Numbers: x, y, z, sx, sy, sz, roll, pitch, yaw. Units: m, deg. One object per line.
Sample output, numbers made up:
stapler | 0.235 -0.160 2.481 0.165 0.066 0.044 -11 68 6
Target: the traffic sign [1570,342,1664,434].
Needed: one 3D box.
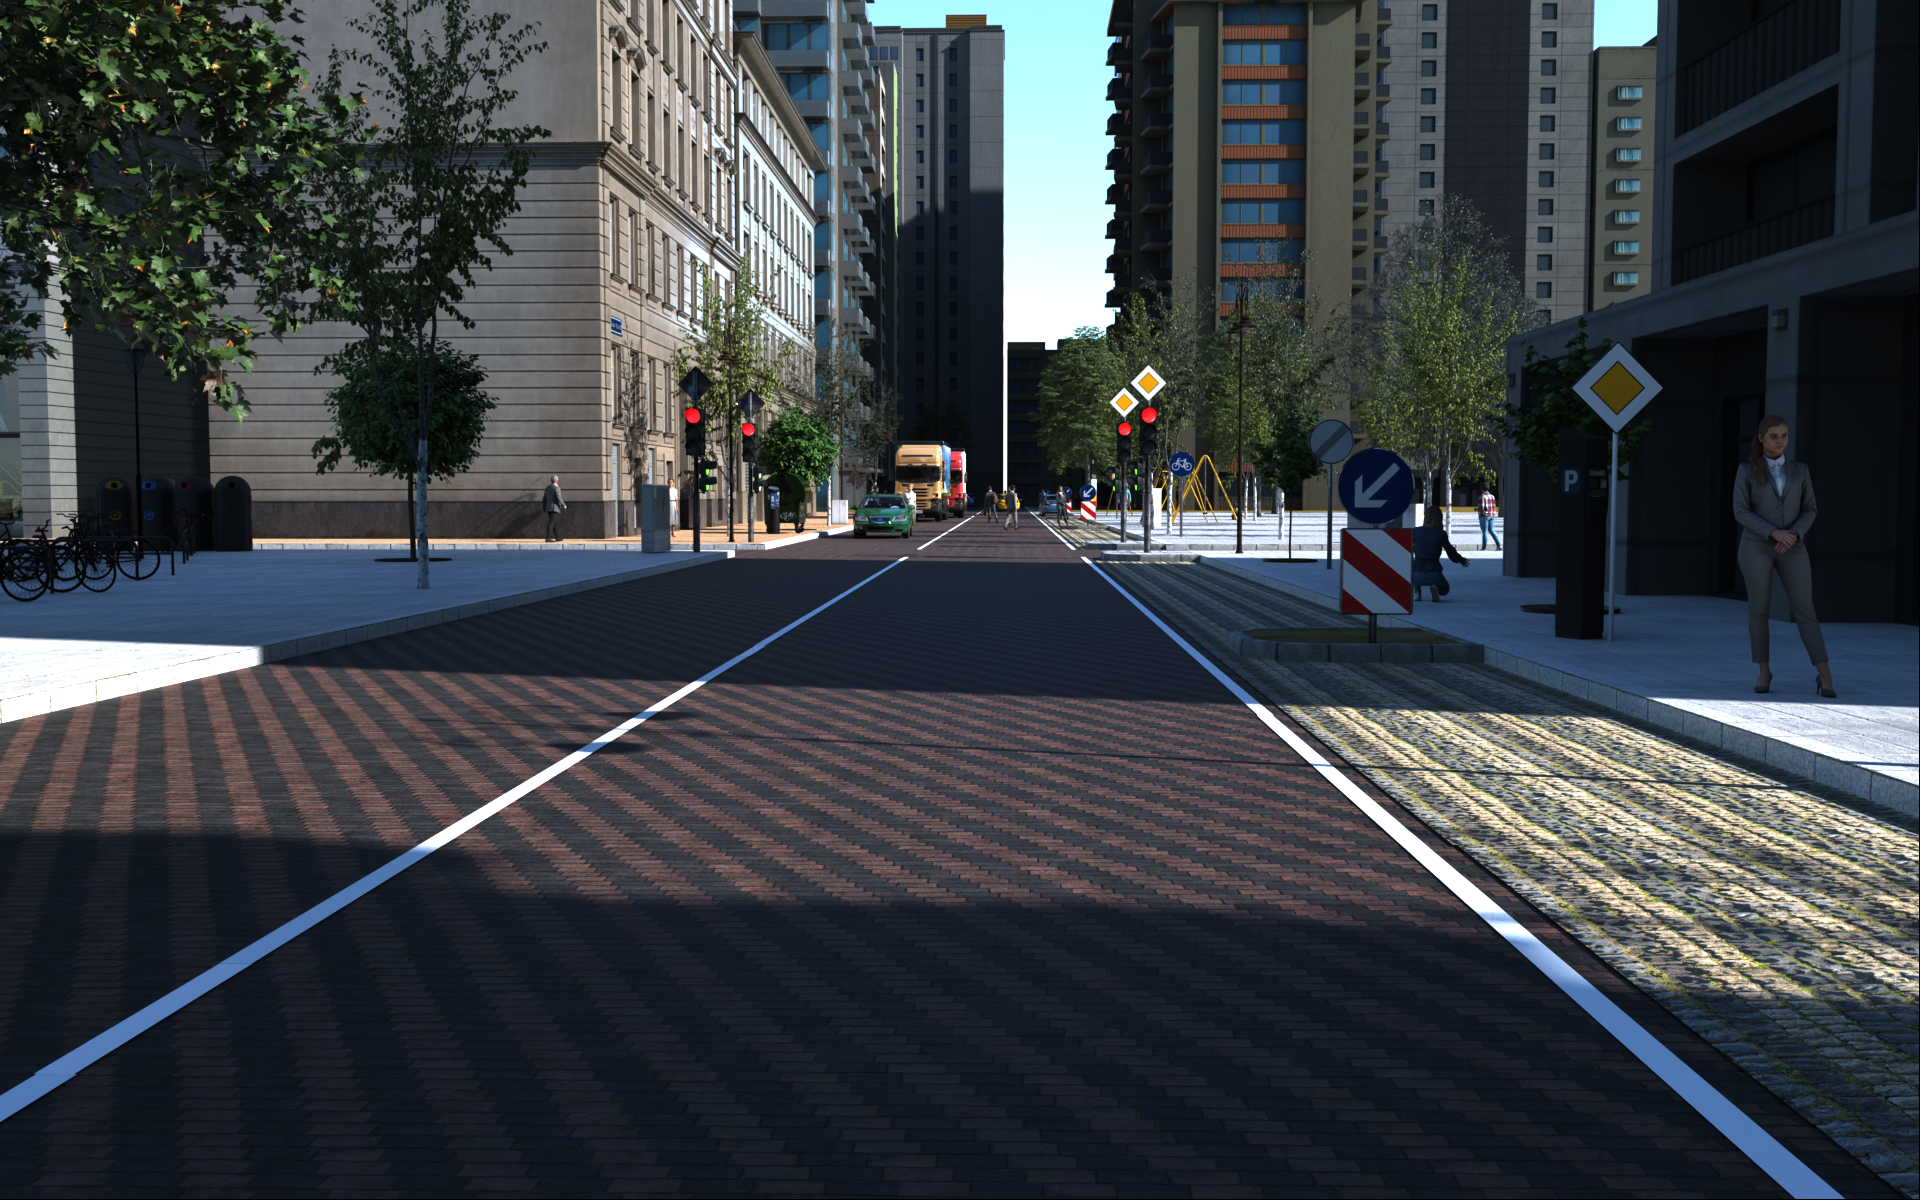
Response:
traffic sign | 5.703 -0.935 15.026 0.795 2.593 0.064 0 4 3

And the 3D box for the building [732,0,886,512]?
building | -18.373 -31.621 136.609 23.786 49.044 30.456 0 4 2

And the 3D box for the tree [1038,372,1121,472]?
tree | 9.196 -11.832 127.873 7.601 10.594 8.767 1 4 13

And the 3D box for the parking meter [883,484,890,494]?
parking meter | -4.203 -5.709 99.061 0.399 1.863 0.255 2 4 28

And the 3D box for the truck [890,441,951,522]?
truck | -1.972 -6.388 93.365 2.839 4.237 11.283 0 4 2

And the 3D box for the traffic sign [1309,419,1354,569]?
traffic sign | 6.306 -1.798 29.496 0.768 2.556 0.104 0 4 3

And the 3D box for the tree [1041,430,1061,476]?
tree | 10.010 -13.001 162.929 4.737 8.622 4.395 0 3 0

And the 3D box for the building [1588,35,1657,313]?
building | 73.355 -34.069 180.735 21.600 48.544 21.300 0 4 2

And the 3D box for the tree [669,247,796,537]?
tree | -6.995 -6.239 52.370 4.737 8.622 4.395 0 3 0

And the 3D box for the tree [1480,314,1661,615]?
tree | 6.753 -1.474 18.706 1.663 3.219 1.824 0 3 0

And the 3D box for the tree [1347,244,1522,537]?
tree | 14.669 -6.161 51.087 4.737 8.622 4.395 0 3 0

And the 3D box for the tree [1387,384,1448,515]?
tree | 28.714 -9.622 107.676 4.360 8.622 3.978 0 3 0

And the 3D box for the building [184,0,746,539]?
building | -15.417 -16.120 60.825 12.463 27.353 25.104 0 4 2

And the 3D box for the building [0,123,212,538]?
building | -40.790 -16.968 54.925 29.804 29.767 11.434 0 4 2

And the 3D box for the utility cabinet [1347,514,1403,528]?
utility cabinet | 5.868 -0.819 24.560 0.306 1.237 1.020 -1 4 -19

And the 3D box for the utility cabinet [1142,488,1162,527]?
utility cabinet | 7.420 -3.570 67.042 0.318 1.500 1.173 2 4 29

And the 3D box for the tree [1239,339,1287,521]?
tree | 13.808 -8.011 81.338 4.737 8.622 4.395 0 3 0

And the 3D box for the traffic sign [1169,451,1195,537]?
traffic sign | 6.617 -3.160 51.765 0.768 2.556 0.104 0 4 3

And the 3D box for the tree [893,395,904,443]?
tree | -5.599 -9.743 109.653 4.360 8.622 3.978 0 3 0

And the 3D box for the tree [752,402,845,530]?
tree | -5.780 -4.762 61.575 4.285 4.588 4.351 0 3 0

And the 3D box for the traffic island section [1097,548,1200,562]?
traffic island section | 4.116 -0.954 37.879 2.009 0.180 2.903 0 4 2

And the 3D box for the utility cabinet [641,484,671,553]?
utility cabinet | -6.647 -1.788 37.915 0.318 1.500 1.173 0 4 7

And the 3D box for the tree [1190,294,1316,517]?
tree | 16.589 -11.034 98.538 7.486 12.596 7.792 0 3 0

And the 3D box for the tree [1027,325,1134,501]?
tree | 8.261 -12.163 116.993 7.486 12.596 7.792 0 3 0

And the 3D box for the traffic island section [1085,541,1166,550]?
traffic island section | 4.347 -1.442 45.861 2.009 0.180 2.903 0 4 2

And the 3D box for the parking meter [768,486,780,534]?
parking meter | -5.976 -2.887 55.621 0.372 1.533 0.369 0 3 0

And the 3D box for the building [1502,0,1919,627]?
building | 18.471 -35.252 14.622 20.563 71.187 20.611 0 4 2

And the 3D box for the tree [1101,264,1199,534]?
tree | 6.743 -6.469 56.129 4.360 8.622 3.978 0 3 0

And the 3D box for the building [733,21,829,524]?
building | -16.236 -15.611 88.525 16.112 22.955 30.059 0 4 2

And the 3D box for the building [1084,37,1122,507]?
building | 24.574 -52.804 176.024 22.319 86.520 31.000 0 4 2

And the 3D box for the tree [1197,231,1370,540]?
tree | 9.100 -5.998 48.422 4.360 8.622 3.978 0 3 0

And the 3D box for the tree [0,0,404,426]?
tree | -8.220 -5.755 11.095 9.611 12.733 9.660 0 3 0

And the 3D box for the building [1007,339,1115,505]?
building | 20.477 -22.973 220.645 28.899 21.520 27.650 0 4 2

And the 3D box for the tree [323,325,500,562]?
tree | -10.489 -3.033 33.309 4.285 4.588 4.351 0 3 0

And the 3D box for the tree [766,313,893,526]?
tree | -5.552 -7.323 70.094 4.360 8.622 3.978 0 3 0

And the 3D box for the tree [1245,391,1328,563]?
tree | 6.143 -2.337 32.807 1.663 3.219 1.824 0 3 0

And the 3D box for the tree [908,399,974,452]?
tree | -2.076 -16.043 188.058 9.928 11.665 9.643 0 3 0

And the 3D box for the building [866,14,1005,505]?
building | -8.522 -41.304 217.313 28.212 58.520 21.231 0 4 2

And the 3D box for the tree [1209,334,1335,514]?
tree | 19.932 -11.287 110.304 9.928 11.665 9.643 0 3 0

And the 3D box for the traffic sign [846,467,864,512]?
traffic sign | -5.043 -5.093 83.271 0.884 2.594 0.081 0 4 4

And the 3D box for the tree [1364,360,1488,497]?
tree | 31.294 -11.109 116.046 8.767 10.594 7.601 -1 4 -10

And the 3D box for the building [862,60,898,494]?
building | -13.176 -29.111 159.554 14.154 41.232 14.086 0 4 2

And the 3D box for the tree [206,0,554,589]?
tree | -7.509 -4.462 23.321 4.737 8.622 4.395 0 3 0

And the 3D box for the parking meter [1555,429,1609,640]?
parking meter | 5.522 -0.591 15.378 0.255 1.863 0.399 -2 4 -24

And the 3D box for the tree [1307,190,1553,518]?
tree | 19.083 -9.744 69.688 12.009 13.543 11.850 0 3 0

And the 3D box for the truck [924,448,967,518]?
truck | -0.930 -7.245 107.372 2.839 4.237 11.283 0 4 1

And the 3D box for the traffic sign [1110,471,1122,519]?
traffic sign | 8.101 -5.461 89.389 0.768 2.556 0.104 1 4 10

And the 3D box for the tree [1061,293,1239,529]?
tree | 6.877 -6.864 62.581 4.737 8.622 4.395 0 3 0

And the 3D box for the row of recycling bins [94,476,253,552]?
row of recycling bins | -17.720 -1.952 39.031 3.534 1.692 1.069 0 4 1

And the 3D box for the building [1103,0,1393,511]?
building | 23.666 -30.098 146.726 22.147 44.769 28.867 0 4 2

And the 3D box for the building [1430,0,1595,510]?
building | 52.231 -45.417 180.815 20.611 71.187 20.563 0 4 2
